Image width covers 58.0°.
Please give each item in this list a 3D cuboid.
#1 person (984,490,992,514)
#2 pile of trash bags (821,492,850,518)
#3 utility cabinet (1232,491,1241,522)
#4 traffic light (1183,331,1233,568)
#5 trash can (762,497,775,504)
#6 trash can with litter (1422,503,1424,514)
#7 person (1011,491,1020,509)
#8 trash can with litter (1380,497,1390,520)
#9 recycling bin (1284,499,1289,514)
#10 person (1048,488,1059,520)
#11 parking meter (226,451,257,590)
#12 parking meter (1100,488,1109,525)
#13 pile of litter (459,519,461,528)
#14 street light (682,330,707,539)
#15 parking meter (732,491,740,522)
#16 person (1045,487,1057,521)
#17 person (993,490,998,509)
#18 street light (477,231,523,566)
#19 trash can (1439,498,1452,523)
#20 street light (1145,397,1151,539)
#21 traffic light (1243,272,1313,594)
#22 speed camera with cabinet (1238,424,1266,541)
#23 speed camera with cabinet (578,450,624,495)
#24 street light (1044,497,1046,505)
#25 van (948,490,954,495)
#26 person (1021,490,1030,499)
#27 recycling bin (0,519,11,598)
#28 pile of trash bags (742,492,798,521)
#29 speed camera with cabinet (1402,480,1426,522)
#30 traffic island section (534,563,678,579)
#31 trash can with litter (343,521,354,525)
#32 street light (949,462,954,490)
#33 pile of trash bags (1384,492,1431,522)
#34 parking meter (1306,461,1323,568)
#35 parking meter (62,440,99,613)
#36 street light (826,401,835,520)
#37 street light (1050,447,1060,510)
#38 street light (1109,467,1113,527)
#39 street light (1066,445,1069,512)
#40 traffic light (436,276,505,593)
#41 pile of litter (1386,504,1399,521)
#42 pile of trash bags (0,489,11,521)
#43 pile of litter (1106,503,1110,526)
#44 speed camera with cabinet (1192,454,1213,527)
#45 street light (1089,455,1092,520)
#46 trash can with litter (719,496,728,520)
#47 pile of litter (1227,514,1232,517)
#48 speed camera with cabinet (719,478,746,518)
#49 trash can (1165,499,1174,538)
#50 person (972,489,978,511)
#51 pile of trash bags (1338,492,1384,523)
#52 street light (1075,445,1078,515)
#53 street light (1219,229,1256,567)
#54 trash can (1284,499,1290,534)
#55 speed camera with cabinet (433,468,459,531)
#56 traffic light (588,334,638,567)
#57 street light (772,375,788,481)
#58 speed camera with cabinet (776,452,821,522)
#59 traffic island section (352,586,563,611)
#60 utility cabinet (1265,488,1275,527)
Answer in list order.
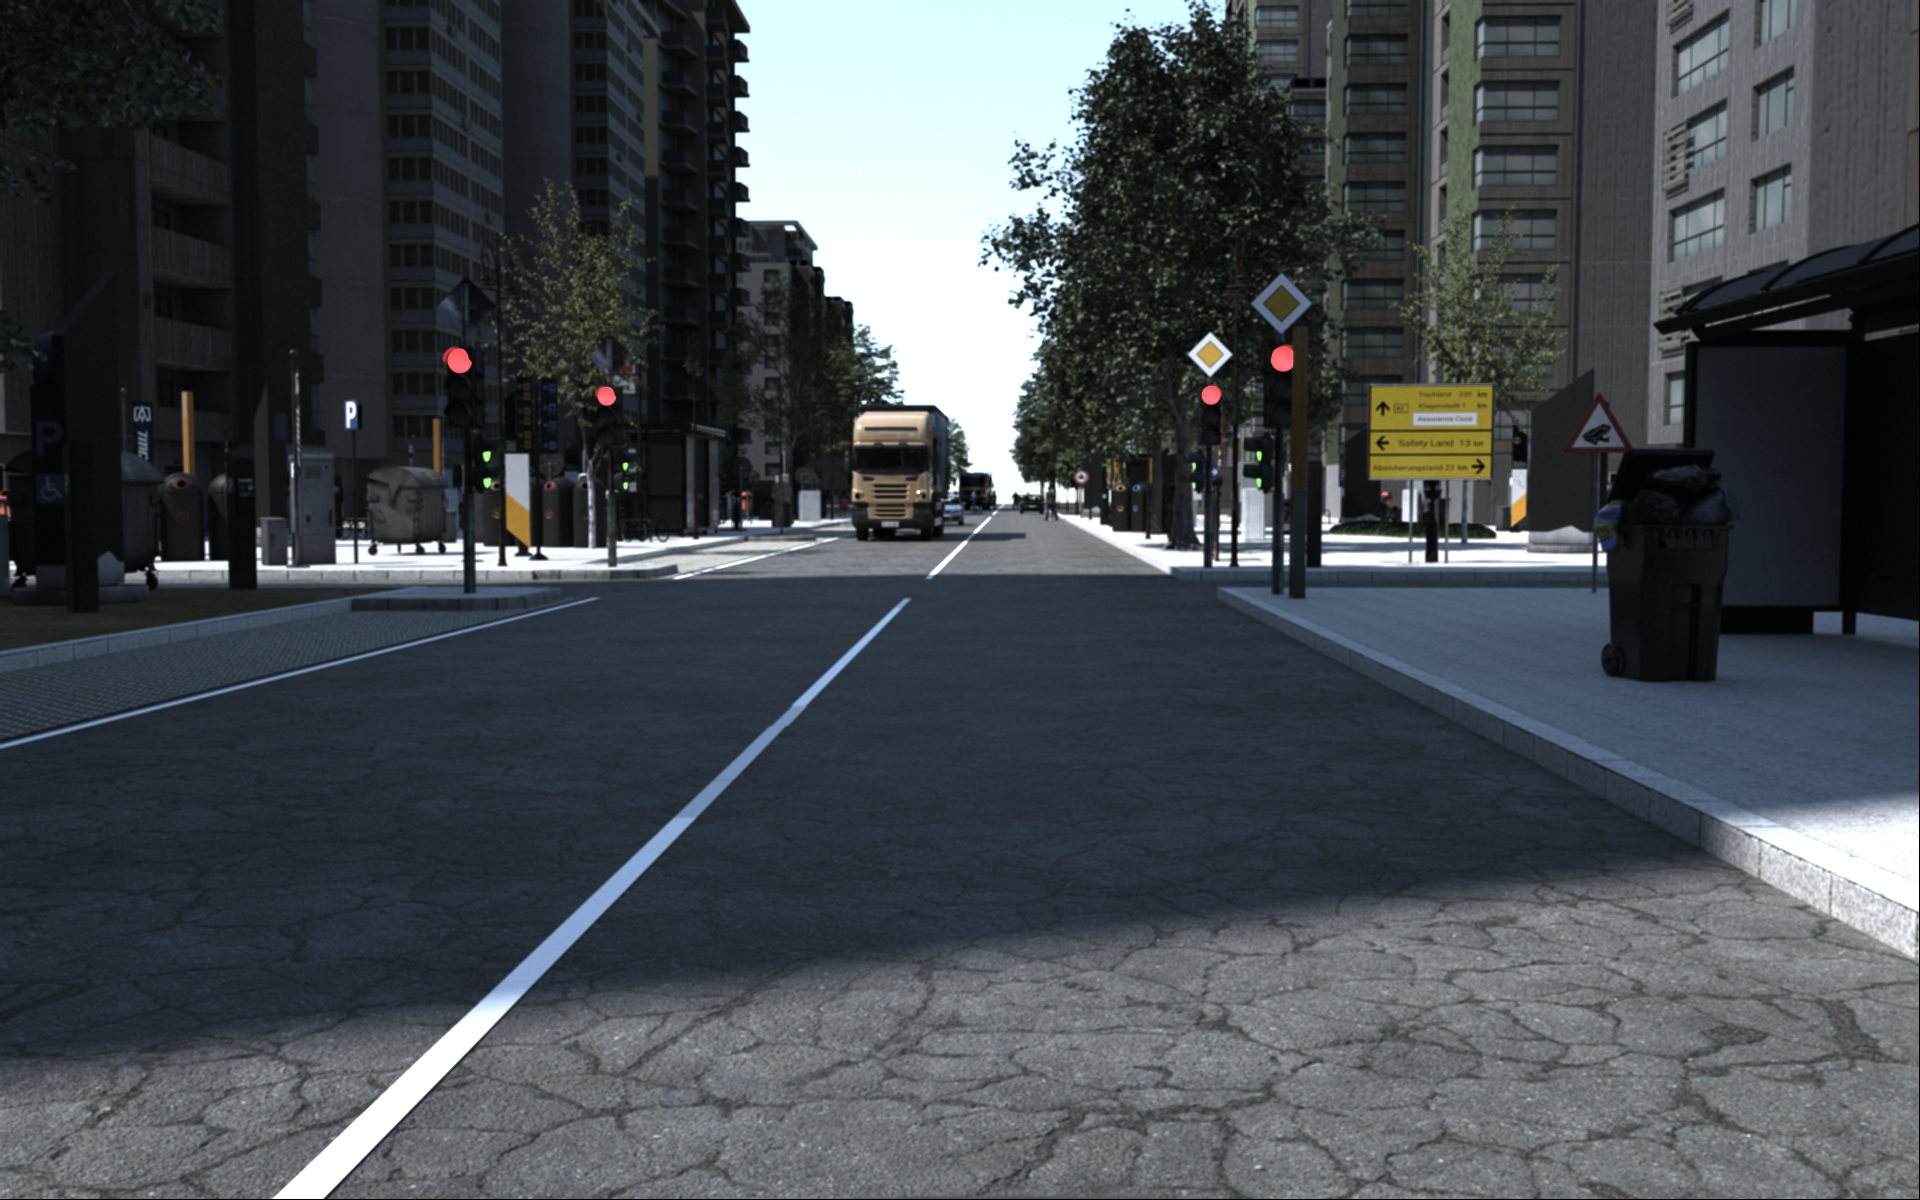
[{"bbox_3d":[2.034,-7.087,124.907,0.617,1.759,0.750,0,4,-5],"label":"person"},{"bbox_3d":[-7.563,-5.041,92.179,3.447,1.369,1.912,0,4,2],"label":"pile of trash bags"},{"bbox_3d":[12.891,-4.260,78.326,1.173,1.500,0.318,2,4,31],"label":"utility cabinet"},{"bbox_3d":[4.303,-2.517,30.071,0.839,4.253,0.868,0,4,2],"label":"traffic light"},{"bbox_3d":[-9.926,-4.787,89.920,0.748,1.137,0.748,0,3,0],"label":"trash can"},{"bbox_3d":[18.712,-3.697,71.830,1.055,1.170,0.624,2,4,26],"label":"trash can with litter"},{"bbox_3d":[5.232,-9.430,163.235,0.990,1.755,0.434,1,4,18],"label":"person"},{"bbox_3d":[17.485,-3.750,72.704,1.055,1.170,0.624,-2,4,-25],"label":"trash can with litter"},{"bbox_3d":[14.861,-4.178,80.864,0.722,1.027,0.722,-3,5,-44],"label":"recycling bin"},{"bbox_3d":[5.155,-5.275,95.340,0.643,1.750,0.593,0,4,-2],"label":"person"},{"bbox_3d":[-9.665,-1.076,23.297,0.255,1.863,0.399,-3,5,-44],"label":"parking meter"},{"bbox_3d":[6.038,-3.904,72.249,0.372,1.533,0.369,0,3,0],"label":"parking meter"},{"bbox_3d":[-18.862,-3.178,65.933,1.719,0.858,1.176,-3,5,-39],"label":"pile of litter"},{"bbox_3d":[-7.499,-4.662,49.011,0.468,5.910,1.993,0,4,2],"label":"street light"},{"bbox_3d":[-10.173,-4.309,78.869,0.372,1.533,0.369,0,3,0],"label":"parking meter"},{"bbox_3d":[4.931,-5.222,93.785,0.836,1.842,0.656,2,4,31],"label":"person"},{"bbox_3d":[3.416,-9.790,168.571,0.705,1.824,1.348,-1,4,-19],"label":"person"},{"bbox_3d":[-8.155,-3.541,30.687,0.468,5.910,1.993,0,4,2],"label":"street light"},{"bbox_3d":[16.298,-2.884,58.815,0.748,1.137,0.748,0,3,0],"label":"trash can"},{"bbox_3d":[5.392,-4.692,49.494,0.468,5.910,1.993,0,4,2],"label":"street light"},{"bbox_3d":[4.053,-2.029,22.089,0.839,4.253,0.868,0,4,2],"label":"traffic light"},{"bbox_3d":[8.179,-3.311,48.474,0.660,3.252,2.038,0,4,4],"label":"speed camera with cabinet"},{"bbox_3d":[-16.244,-5.130,78.216,2.038,3.252,0.660,1,4,13],"label":"speed camera with cabinet"},{"bbox_3d":[10.331,-14.402,208.264,0.468,5.910,1.993,0,4,2],"label":"street light"},{"bbox_3d":[-1.366,-10.337,176.020,2.013,2.044,4.112,0,4,1],"label":"van"},{"bbox_3d":[7.120,-10.614,182.117,1.350,1.814,0.705,-1,4,-9],"label":"person"},{"bbox_3d":[-12.184,-0.530,21.224,0.722,1.027,0.722,0,4,-1],"label":"recycling bin"},{"bbox_3d":[-9.189,-4.580,84.641,3.447,1.369,1.912,-3,4,-38],"label":"pile of trash bags"},{"bbox_3d":[16.706,-4.238,63.631,0.660,3.252,2.038,1,4,23],"label":"speed camera with cabinet"},{"bbox_3d":[-6.143,-0.504,30.515,2.009,0.180,2.903,0,4,2],"label":"traffic island section"},{"bbox_3d":[-26.314,-3.806,73.284,1.678,1.210,2.233,-2,4,-28],"label":"trash can with litter"},{"bbox_3d":[-1.379,-16.687,245.622,0.468,5.910,1.993,0,4,2],"label":"street light"},{"bbox_3d":[18.192,-3.607,68.732,1.912,1.369,3.447,2,4,23],"label":"pile of trash bags"},{"bbox_3d":[6.216,-1.509,30.386,0.255,1.863,0.399,1,4,13],"label":"parking meter"},{"bbox_3d":[-9.597,-0.806,18.897,0.255,1.863,0.399,-3,5,-39],"label":"parking meter"},{"bbox_3d":[-6.366,-6.916,85.857,0.468,5.910,1.993,0,4,2],"label":"street light"},{"bbox_3d":[8.898,-11.584,162.183,0.468,5.910,1.993,0,4,2],"label":"street light"},{"bbox_3d":[5.955,-5.812,67.821,0.468,5.910,1.993,0,4,2],"label":"street light"},{"bbox_3d":[7.763,-9.309,124.982,0.468,5.910,1.993,0,4,2],"label":"street light"},{"bbox_3d":[-6.353,-2.048,22.398,0.839,4.253,0.868,0,4,2],"label":"traffic light"},{"bbox_3d":[18.382,-3.699,74.451,1.719,0.858,1.176,-3,4,-36],"label":"pile of litter"},{"bbox_3d":[-19.185,-1.455,33.550,3.447,1.369,1.912,2,4,27],"label":"pile of trash bags"},{"bbox_3d":[6.551,-3.472,70.740,1.176,0.858,1.719,2,4,31],"label":"pile of litter"},{"bbox_3d":[9.004,-4.462,67.293,0.660,3.252,2.038,-2,4,-28],"label":"speed camera with cabinet"},{"bbox_3d":[6.526,-6.954,86.489,0.468,5.910,1.993,0,4,2],"label":"street light"},{"bbox_3d":[-11.906,-4.553,85.830,0.624,1.170,1.055,-2,4,-26],"label":"trash can with litter"},{"bbox_3d":[15.370,-4.955,94.980,1.176,0.858,1.719,-2,4,-33],"label":"pile of litter"},{"bbox_3d":[-12.478,-5.983,92.163,2.038,3.252,0.660,-1,4,-19],"label":"speed camera with cabinet"},{"bbox_3d":[6.024,-2.208,47.749,0.748,1.137,0.748,0,3,0],"label":"trash can"},{"bbox_3d":[1.310,-8.242,143.127,0.599,1.838,0.709,2,4,31],"label":"person"},{"bbox_3d":[18.676,-4.207,78.534,1.912,1.369,3.447,3,5,40],"label":"pile of trash bags"},{"bbox_3d":[7.054,-8.075,104.817,0.468,5.910,1.993,0,4,2],"label":"street light"},{"bbox_3d":[4.856,-3.529,30.493,0.468,5.910,1.993,0,4,2],"label":"street light"},{"bbox_3d":[10.336,-2.663,55.191,0.748,1.137,0.748,0,3,0],"label":"trash can"},{"bbox_3d":[-17.887,-4.035,60.310,0.660,3.252,2.038,-2,4,-24],"label":"speed camera with cabinet"},{"bbox_3d":[-6.104,-2.536,30.379,0.839,4.253,0.868,0,4,2],"label":"traffic light"},{"bbox_3d":[-6.974,-5.783,67.339,0.468,5.910,1.993,0,4,2],"label":"street light"},{"bbox_3d":[-7.570,-5.304,81.054,2.038,3.252,0.660,-1,4,-17],"label":"speed camera with cabinet"},{"bbox_3d":[-6.393,-0.015,22.534,2.009,0.180,2.903,0,4,2],"label":"traffic island section"},{"bbox_3d":[11.820,-3.554,66.792,0.318,1.500,1.173,2,4,33],"label":"utility cabinet"}]
